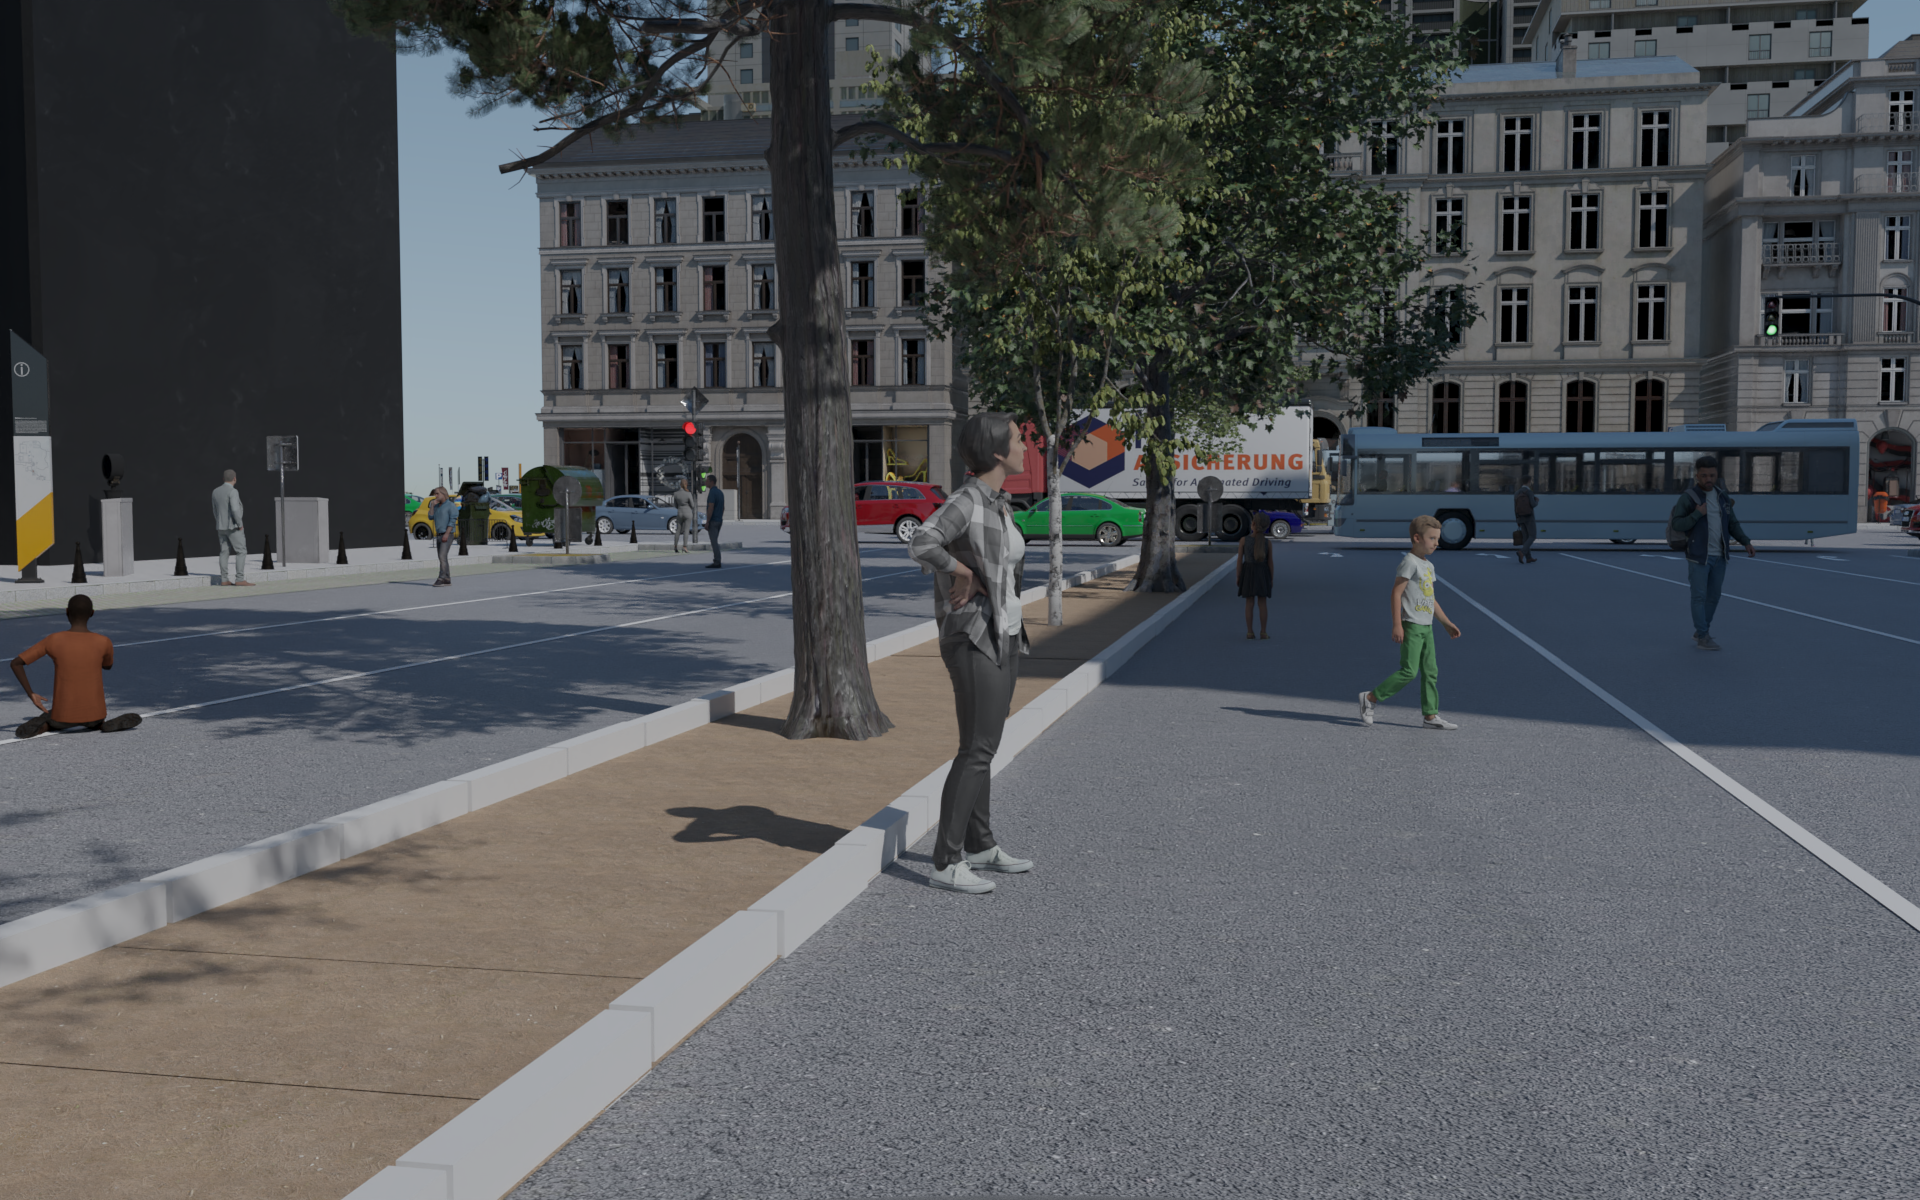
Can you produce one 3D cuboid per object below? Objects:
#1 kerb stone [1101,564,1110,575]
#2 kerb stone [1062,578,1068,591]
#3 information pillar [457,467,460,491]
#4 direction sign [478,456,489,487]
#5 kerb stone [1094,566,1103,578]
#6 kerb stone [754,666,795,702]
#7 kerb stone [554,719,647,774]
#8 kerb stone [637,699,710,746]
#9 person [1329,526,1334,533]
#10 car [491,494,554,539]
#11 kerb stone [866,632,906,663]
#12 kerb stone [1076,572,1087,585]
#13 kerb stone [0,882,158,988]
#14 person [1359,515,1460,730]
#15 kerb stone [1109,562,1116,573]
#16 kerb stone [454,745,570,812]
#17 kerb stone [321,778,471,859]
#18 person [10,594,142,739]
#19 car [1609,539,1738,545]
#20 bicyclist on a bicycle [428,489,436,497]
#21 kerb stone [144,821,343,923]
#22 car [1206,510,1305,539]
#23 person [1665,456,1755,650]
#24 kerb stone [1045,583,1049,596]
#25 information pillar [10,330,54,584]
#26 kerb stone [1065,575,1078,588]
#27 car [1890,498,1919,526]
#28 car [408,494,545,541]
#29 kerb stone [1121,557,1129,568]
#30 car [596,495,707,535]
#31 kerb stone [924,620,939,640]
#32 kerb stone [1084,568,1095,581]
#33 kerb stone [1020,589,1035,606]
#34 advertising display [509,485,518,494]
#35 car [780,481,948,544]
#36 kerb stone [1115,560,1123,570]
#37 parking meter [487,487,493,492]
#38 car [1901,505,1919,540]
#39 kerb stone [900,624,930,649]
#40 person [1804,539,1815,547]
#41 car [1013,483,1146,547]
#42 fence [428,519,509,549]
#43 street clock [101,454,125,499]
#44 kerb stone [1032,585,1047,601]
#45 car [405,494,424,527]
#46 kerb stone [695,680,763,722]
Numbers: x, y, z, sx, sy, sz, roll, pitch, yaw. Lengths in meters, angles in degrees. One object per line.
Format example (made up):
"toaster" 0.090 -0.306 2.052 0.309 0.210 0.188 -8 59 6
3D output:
"kerb stone" 2.474 -0.502 30.412 0.120 0.150 1.000 1 4 12
"kerb stone" 1.420 -0.193 25.372 0.120 0.150 1.000 1 4 12
"information pillar" -43.283 -9.679 149.605 0.183 3.616 0.504 -2 4 -30
"direction sign" -28.582 -6.844 103.903 0.876 3.537 0.379 2 4 31
"kerb stone" 2.261 -0.439 29.407 0.120 0.150 1.000 1 4 12
"kerb stone" -1.309 0.609 12.283 0.120 0.150 1.000 1 4 12
"kerb stone" -1.938 0.791 9.265 0.120 0.150 1.000 1 4 12
"kerb stone" -1.726 0.736 10.272 0.120 0.150 1.000 1 4 12
"person" 13.890 -3.378 64.403 0.598 1.740 0.731 -2 4 -28
"car" -14.750 -2.699 55.920 4.920 1.459 2.131 1 4 12
"kerb stone" -0.676 0.423 15.299 0.120 0.150 1.000 1 4 12
"kerb stone" 1.841 -0.310 27.389 0.120 0.150 1.000 1 4 12
"kerb stone" -2.777 1.038 5.232 0.120 0.150 1.000 1 4 12
"person" 2.747 0.133 10.582 0.590 1.304 0.306 1 4 21
"kerb stone" 2.673 -0.564 31.420 0.120 0.150 1.000 1 4 12
"kerb stone" -2.143 0.853 8.257 0.120 0.150 1.000 1 4 12
"kerb stone" -2.357 0.914 7.249 0.120 0.150 1.000 1 4 12
"person" -5.386 0.386 10.472 0.859 0.850 0.655 -2 4 -33
"car" 20.414 -2.497 49.616 4.718 1.807 1.959 1 4 13
"bicyclist on a bicycle" -18.223 -3.069 60.192 1.625 1.676 1.499 1 4 10
"kerb stone" -2.566 0.976 6.242 0.120 0.150 1.000 1 4 12
"car" 9.111 -2.641 55.768 3.894 1.354 1.945 1 4 11
"person" 6.899 -0.439 16.025 0.623 1.781 0.721 -2 4 -24
"kerb stone" 1.208 -0.127 24.367 0.120 0.150 1.000 1 4 12
"information pillar" -13.314 -2.048 24.845 0.504 3.616 0.183 -1 4 -11
"kerb stone" 1.624 -0.256 26.381 0.120 0.150 1.000 1 4 12
"car" 36.854 -3.171 63.852 4.499 1.417 2.014 1 4 11
"car" -14.294 -2.518 51.390 3.980 1.641 2.015 1 4 14
"kerb stone" 3.099 -0.686 33.436 0.120 0.150 1.000 1 4 12
"car" -11.228 -3.060 62.038 4.499 1.417 2.014 1 4 14
"kerb stone" -0.268 0.298 17.318 0.120 0.150 1.000 1 4 12
"kerb stone" 2.051 -0.379 28.396 0.120 0.150 1.000 1 4 12
"kerb stone" 0.789 -0.006 22.355 0.120 0.150 1.000 1 4 12
"advertising display" -32.900 -7.493 127.718 0.123 1.923 0.974 1 4 22
"car" -2.696 -2.581 50.881 5.304 1.827 2.281 1 4 13
"kerb stone" 2.887 -0.623 32.425 0.120 0.150 1.000 1 4 12
"parking meter" -37.048 -8.004 136.583 0.255 1.863 0.399 3 4 38
"car" 28.798 -2.376 47.523 5.304 1.827 2.281 1 4 12
"kerb stone" -0.471 0.362 16.308 0.120 0.150 1.000 1 4 12
"person" 23.137 -2.168 47.189 0.726 1.434 0.776 2 4 28
"car" 2.905 -2.394 47.940 4.718 1.807 1.959 1 4 13
"fence" -11.620 -1.571 41.059 2.069 0.683 0.278 1 4 16
"street clock" -15.289 -1.635 31.310 0.471 2.002 0.358 3 5 43
"kerb stone" 1.001 -0.069 23.361 0.120 0.150 1.000 1 4 12
"car" -25.260 -4.148 76.619 4.718 1.807 1.959 1 4 10
"kerb stone" -1.517 0.668 11.277 0.120 0.150 1.000 1 4 12
